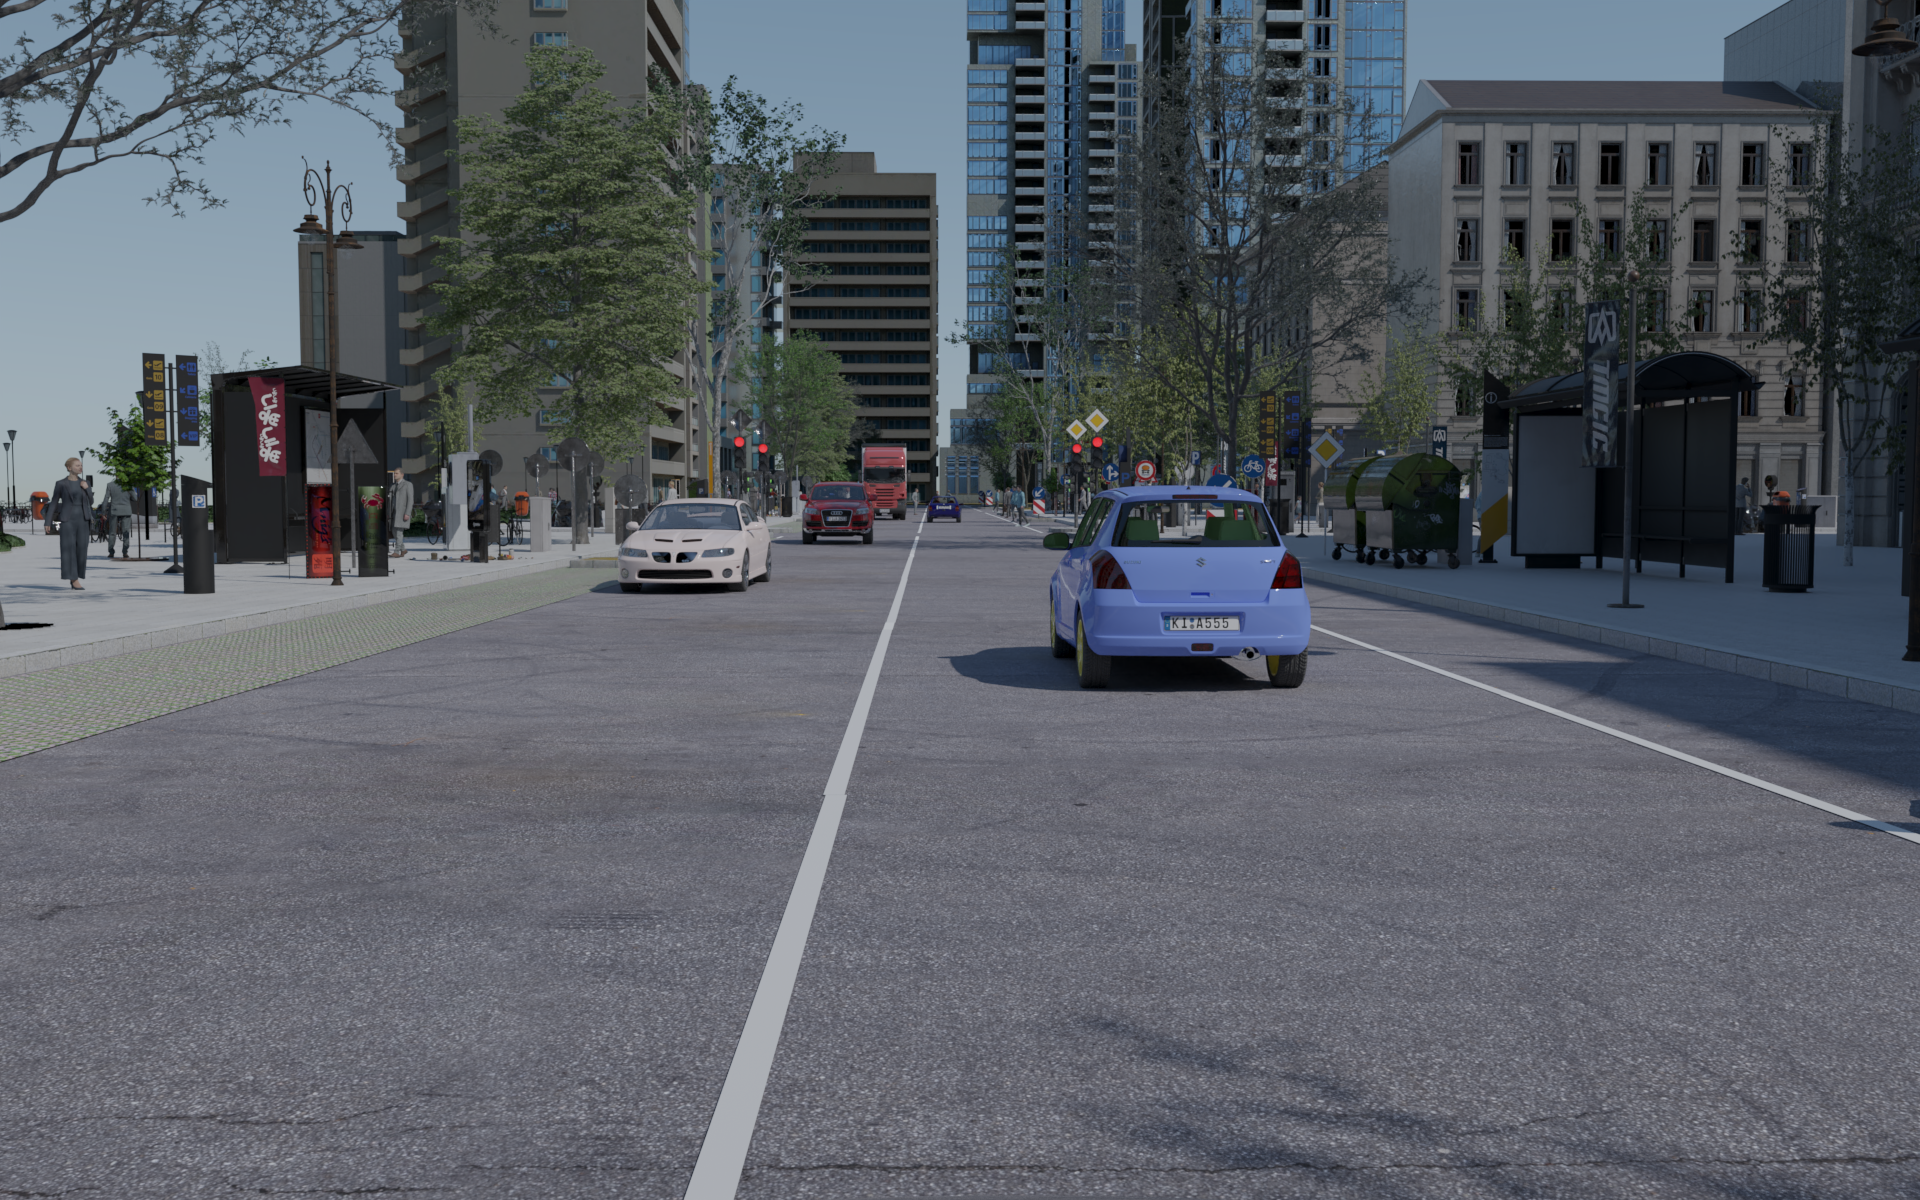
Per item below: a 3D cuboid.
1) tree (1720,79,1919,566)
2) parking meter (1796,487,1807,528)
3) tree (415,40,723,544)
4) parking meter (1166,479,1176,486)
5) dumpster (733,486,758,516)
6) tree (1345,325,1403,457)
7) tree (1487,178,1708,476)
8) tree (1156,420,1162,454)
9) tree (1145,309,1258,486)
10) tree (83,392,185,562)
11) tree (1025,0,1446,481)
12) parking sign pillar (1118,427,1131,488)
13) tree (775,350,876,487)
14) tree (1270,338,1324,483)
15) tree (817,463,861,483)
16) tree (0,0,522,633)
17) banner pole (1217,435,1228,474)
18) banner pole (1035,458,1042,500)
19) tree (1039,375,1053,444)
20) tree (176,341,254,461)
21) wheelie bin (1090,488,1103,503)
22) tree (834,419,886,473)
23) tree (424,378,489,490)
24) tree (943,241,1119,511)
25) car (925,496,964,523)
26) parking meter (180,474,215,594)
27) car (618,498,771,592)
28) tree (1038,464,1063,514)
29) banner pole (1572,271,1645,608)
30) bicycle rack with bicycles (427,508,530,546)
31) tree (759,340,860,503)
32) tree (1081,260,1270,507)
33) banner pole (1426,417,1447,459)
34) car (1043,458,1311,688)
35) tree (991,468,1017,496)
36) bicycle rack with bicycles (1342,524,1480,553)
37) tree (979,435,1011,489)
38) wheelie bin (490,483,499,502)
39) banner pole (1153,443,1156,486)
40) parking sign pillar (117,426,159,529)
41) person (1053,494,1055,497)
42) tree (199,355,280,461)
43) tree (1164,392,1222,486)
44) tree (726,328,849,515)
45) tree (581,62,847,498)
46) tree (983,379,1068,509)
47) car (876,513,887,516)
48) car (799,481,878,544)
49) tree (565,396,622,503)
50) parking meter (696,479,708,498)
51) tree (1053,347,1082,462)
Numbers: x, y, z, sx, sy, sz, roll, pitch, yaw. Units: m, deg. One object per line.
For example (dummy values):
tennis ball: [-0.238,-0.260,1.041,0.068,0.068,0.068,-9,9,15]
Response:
tree: [15.705,-4.902,30.510,4.360,8.622,3.978,0,3,0]
parking meter: [32.183,-3.538,66.263,0.372,1.533,0.369,0,3,0]
tree: [-9.942,-7.729,44.504,7.486,12.596,7.792,0,3,0]
parking meter: [8.098,-3.717,66.480,0.255,1.863,0.399,-2,4,-30]
dumpster: [-11.746,-5.459,95.011,1.264,1.857,1.865,0,4,-1]
tree: [18.383,-7.465,72.409,4.737,8.622,4.395,0,3,0]
tree: [15.635,-5.572,41.463,4.737,8.622,4.395,0,3,0]
tree: [16.178,-10.792,126.809,4.360,8.622,3.978,0,3,0]
tree: [15.055,-11.538,106.781,7.486,12.596,7.792,0,3,0]
tree: [-15.691,-2.357,33.134,1.663,3.219,1.824,0,3,0]
tree: [6.873,-8.177,44.063,12.009,13.543,11.850,0,3,0]
parking sign pillar: [6.559,-4.916,68.849,1.447,3.967,1.447,0,4,4]
tree: [-11.831,-14.040,139.923,12.009,13.543,11.850,0,3,0]
tree: [14.075,-8.024,81.559,4.737,8.622,4.395,0,3,0]
tree: [-11.562,-10.702,158.696,4.285,4.588,4.351,0,3,0]
tree: [-9.392,-6.457,15.939,12.009,13.543,11.850,0,3,0]
banner pole: [10.190,-4.739,67.506,0.863,3.779,0.401,-3,5,-40]
banner pole: [5.376,-7.900,119.177,0.401,3.779,0.863,-3,5,-43]
tree: [6.197,-8.251,85.273,4.737,8.622,4.395,0,3,0]
tree: [-35.055,-8.095,82.722,4.360,8.622,3.978,0,3,0]
wheelie bin: [6.920,-4.862,87.394,0.980,1.594,0.693,-3,5,-44]
tree: [-12.220,-17.240,216.278,8.767,10.594,7.601,1,4,20]
tree: [-30.307,-9.382,103.754,4.737,8.622,4.395,0,3,0]
tree: [5.630,-16.775,130.168,12.611,20.169,13.585,0,3,0]
car: [-0.789,-4.589,87.603,1.945,1.354,3.894,0,4,0]
parking meter: [-9.822,-0.851,22.321,0.372,1.533,0.369,0,3,0]
car: [-4.035,-0.889,26.895,2.083,1.381,4.827,0,4,1]
tree: [6.023,-7.134,111.234,1.663,3.219,1.824,0,3,0]
banner pole: [7.416,-1.816,19.703,0.401,3.779,0.863,-2,4,-33]
bicycle rack with bicycles: [-11.756,-1.834,43.370,2.852,0.926,2.925,-3,4,-37]
tree: [-11.138,-12.798,127.375,7.486,12.596,7.792,0,3,0]
tree: [6.629,-6.259,52.705,4.737,8.622,4.395,0,3,0]
banner pole: [15.368,-4.045,56.156,0.863,3.779,0.401,1,4,8]
car: [1.670,-0.276,14.107,1.945,1.707,3.694,0,4,-2]
tree: [5.059,-13.628,206.536,4.285,4.588,4.351,0,3,0]
bicycle rack with bicycles: [10.082,-1.517,38.179,2.925,0.926,2.852,2,4,26]
tree: [4.231,-15.167,198.336,4.737,8.622,4.395,0,3,0]
wheelie bin: [-12.751,-2.331,46.023,0.980,1.594,0.693,-1,4,-19]
banner pole: [9.449,-5.760,84.200,0.401,3.779,0.863,0,4,6]
parking sign pillar: [-30.610,-4.639,64.316,1.447,3.967,1.447,0,4,-4]
person: [11.808,-12.738,214.441,0.705,1.807,1.348,1,4,20]
tree: [-16.455,-3.504,41.012,4.285,4.588,4.351,0,3,0]
tree: [16.074,-10.101,115.513,4.360,8.622,3.978,0,3,0]
tree: [-10.799,-11.192,108.747,9.928,11.665,9.643,0,3,0]
tree: [-11.110,-13.470,76.118,12.611,20.169,13.585,0,3,0]
tree: [5.918,-13.936,153.613,9.928,11.665,9.643,0,3,0]
car: [-4.586,-6.239,114.010,2.014,1.417,4.499,0,4,1]
car: [-3.570,-2.595,51.101,2.281,1.827,5.304,0,4,-3]
tree: [-25.298,-10.352,119.617,4.737,8.622,4.395,0,3,0]
parking meter: [-9.900,-3.721,66.556,0.399,1.863,0.255,1,4,20]
tree: [7.373,-7.630,75.118,4.737,8.622,4.395,0,3,0]
